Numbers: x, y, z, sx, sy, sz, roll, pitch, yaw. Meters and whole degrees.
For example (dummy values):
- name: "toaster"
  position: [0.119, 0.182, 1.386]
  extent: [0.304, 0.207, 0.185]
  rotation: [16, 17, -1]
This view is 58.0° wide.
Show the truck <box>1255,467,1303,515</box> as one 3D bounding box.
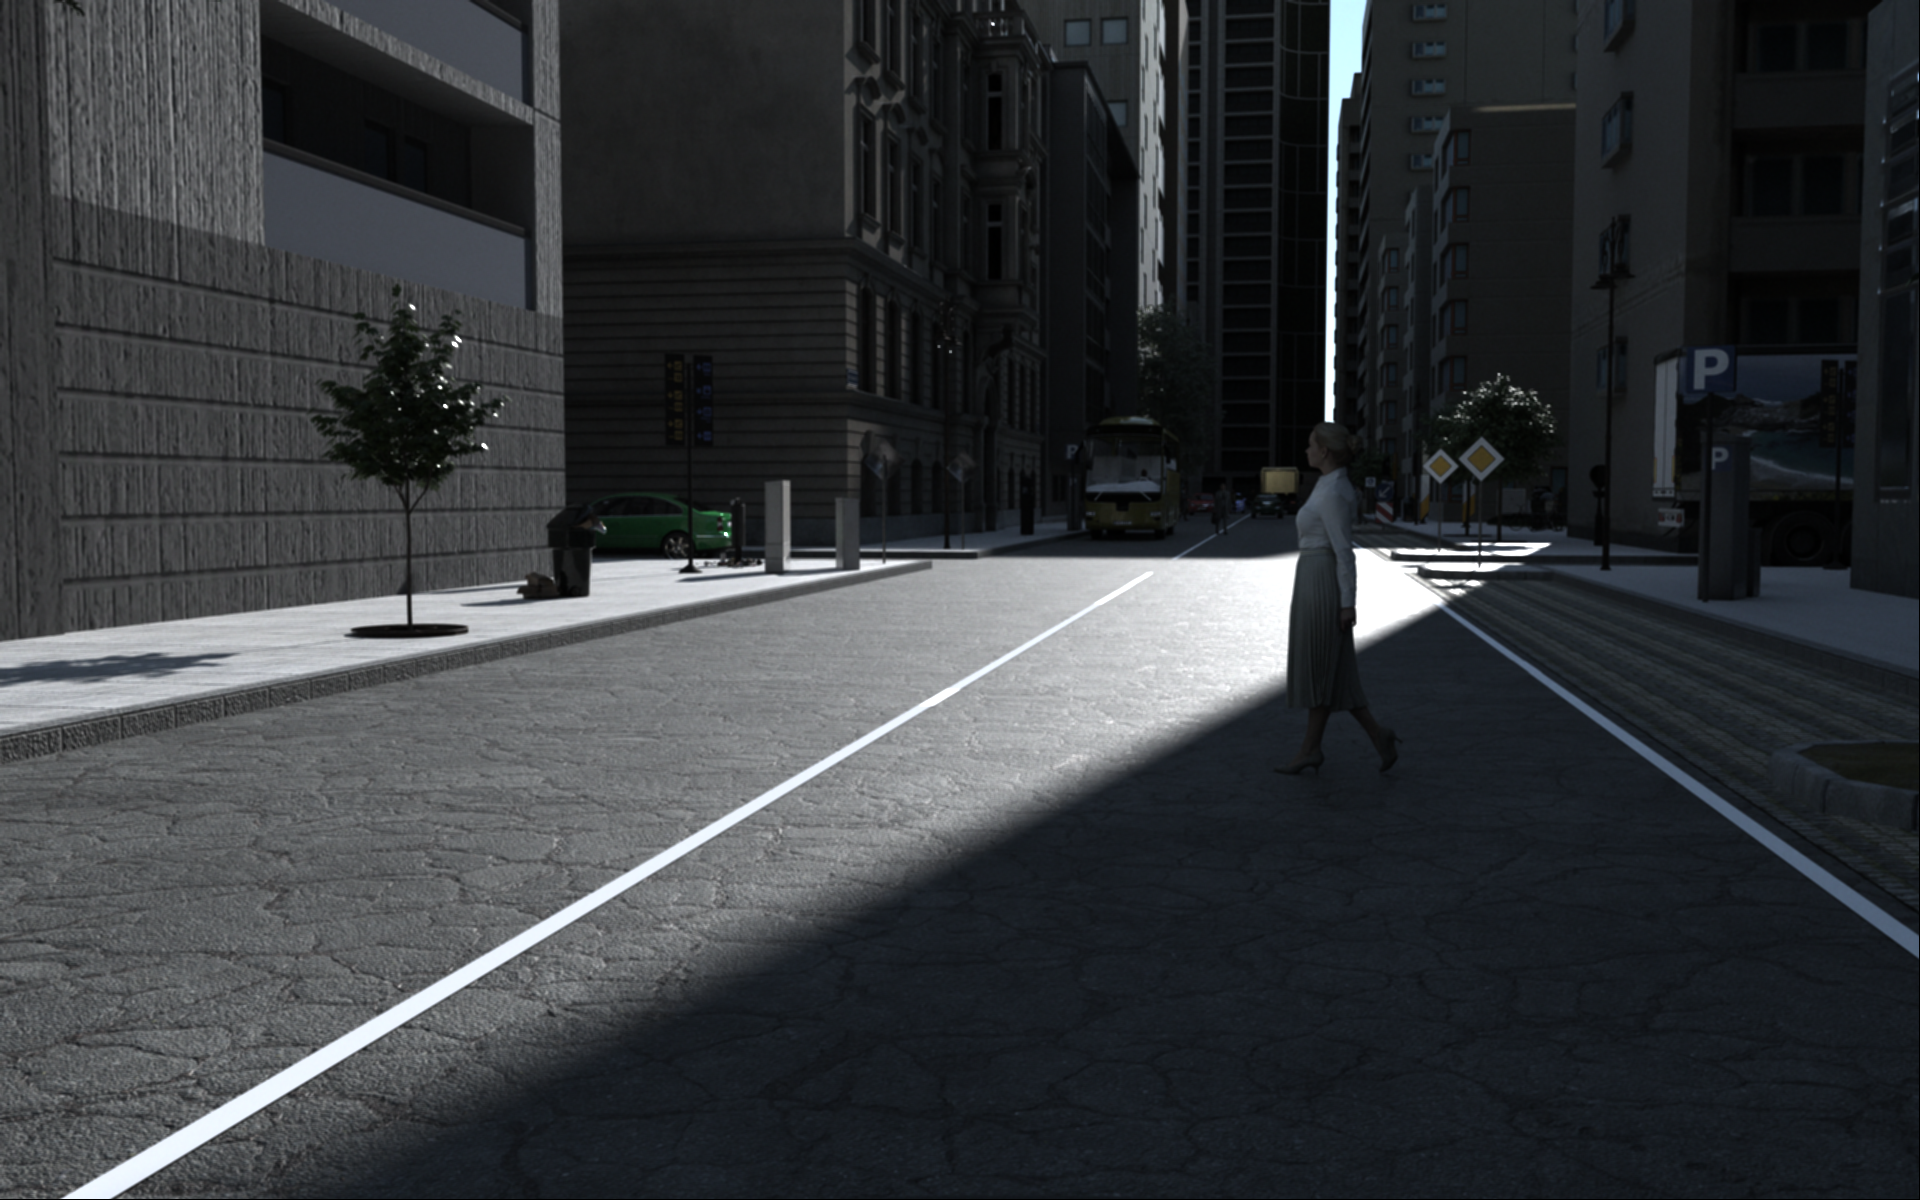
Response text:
- name: "truck"
  position: [22.769, -7.803, 123.508]
  extent: [3.469, 3.379, 9.791]
  rotation: [1, 4, 10]

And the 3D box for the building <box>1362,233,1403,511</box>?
- name: "building"
  position: [44.345, -17.218, 126.560]
  extent: [27.650, 21.520, 28.899]
  rotation: [1, 4, 11]

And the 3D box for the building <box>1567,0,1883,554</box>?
- name: "building"
  position: [27.758, -25.729, 44.370]
  extent: [21.600, 48.544, 21.300]
  rotation: [1, 4, 11]

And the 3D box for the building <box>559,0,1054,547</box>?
- name: "building"
  position: [-4.648, -14.667, 58.886]
  extent: [14.460, 24.649, 34.723]
  rotation: [1, 4, 11]

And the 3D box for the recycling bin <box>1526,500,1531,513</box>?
- name: "recycling bin"
  position: [25.183, -3.848, 75.476]
  extent: [0.722, 1.027, 0.722]
  rotation: [-3, 5, -41]

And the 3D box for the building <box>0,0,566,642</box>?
- name: "building"
  position: [-20.749, -29.450, 23.503]
  extent: [28.212, 58.520, 21.231]
  rotation: [1, 4, 11]

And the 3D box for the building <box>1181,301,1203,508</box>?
- name: "building"
  position: [9.604, -20.313, 177.165]
  extent: [28.899, 21.520, 27.650]
  rotation: [1, 4, 11]

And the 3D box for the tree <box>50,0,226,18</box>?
- name: "tree"
  position: [-6.486, -4.465, 7.423]
  extent: [8.767, 10.594, 7.601]
  rotation: [1, 4, 19]

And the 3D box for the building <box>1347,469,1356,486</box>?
- name: "building"
  position: [49.042, -44.858, 171.682]
  extent: [20.563, 71.187, 20.611]
  rotation: [1, 4, 11]

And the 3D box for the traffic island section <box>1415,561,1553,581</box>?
- name: "traffic island section"
  position: [9.035, -0.476, 30.064]
  extent: [2.009, 0.180, 2.903]
  rotation: [1, 4, 11]

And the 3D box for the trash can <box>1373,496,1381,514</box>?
- name: "trash can"
  position: [25.903, -5.828, 106.937]
  extent: [0.748, 1.137, 0.748]
  rotation: [0, 3, 0]

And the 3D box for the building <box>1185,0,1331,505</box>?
- name: "building"
  position: [32.972, -46.870, 204.581]
  extent: [20.611, 71.187, 20.563]
  rotation: [1, 4, 11]

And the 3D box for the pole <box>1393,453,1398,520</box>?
- name: "pole"
  position: [21.347, -5.575, 85.002]
  extent: [0.158, 3.312, 0.155]
  rotation: [0, 3, 0]

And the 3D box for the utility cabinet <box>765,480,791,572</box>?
- name: "utility cabinet"
  position: [-3.001, -1.207, 28.421]
  extent: [0.318, 1.500, 1.173]
  rotation: [0, 4, 0]

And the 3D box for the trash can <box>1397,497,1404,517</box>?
- name: "trash can"
  position: [24.587, -5.213, 96.882]
  extent: [0.748, 1.137, 0.748]
  rotation: [0, 3, 0]

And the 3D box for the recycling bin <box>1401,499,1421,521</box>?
- name: "recycling bin"
  position: [21.652, -4.315, 83.101]
  extent: [0.722, 1.027, 0.722]
  rotation: [-1, 4, -19]

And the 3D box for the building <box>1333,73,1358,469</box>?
- name: "building"
  position: [54.546, -35.334, 201.405]
  extent: [21.600, 48.544, 21.300]
  rotation: [1, 4, 11]

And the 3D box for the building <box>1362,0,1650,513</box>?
- name: "building"
  position: [46.244, -32.279, 151.464]
  extent: [21.300, 48.544, 21.600]
  rotation: [1, 4, 11]

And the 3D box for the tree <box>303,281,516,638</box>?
- name: "tree"
  position: [-5.145, -1.306, 15.950]
  extent: [1.663, 3.219, 1.824]
  rotation: [0, 3, 0]

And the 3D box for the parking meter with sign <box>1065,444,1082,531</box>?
- name: "parking meter with sign"
  position: [4.036, -3.958, 60.981]
  extent: [0.543, 3.016, 1.738]
  rotation: [1, 4, 9]

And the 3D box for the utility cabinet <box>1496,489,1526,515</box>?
- name: "utility cabinet"
  position: [23.968, -4.078, 75.350]
  extent: [1.173, 1.500, 0.318]
  rotation: [3, 4, 39]

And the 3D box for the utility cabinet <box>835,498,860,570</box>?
- name: "utility cabinet"
  position: [-1.919, -1.132, 29.674]
  extent: [0.306, 1.237, 1.020]
  rotation: [-1, 4, -11]

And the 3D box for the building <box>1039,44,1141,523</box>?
- name: "building"
  position: [1.118, -16.632, 90.996]
  extent: [14.314, 24.678, 30.058]
  rotation: [1, 4, 11]

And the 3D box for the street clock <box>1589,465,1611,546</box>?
- name: "street clock"
  position: [15.837, -2.345, 42.905]
  extent: [0.471, 2.002, 0.358]
  rotation: [1, 4, 11]

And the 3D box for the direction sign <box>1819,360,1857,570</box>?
- name: "direction sign"
  position: [14.922, -2.289, 29.415]
  extent: [0.876, 3.537, 0.379]
  rotation: [-1, 4, -21]

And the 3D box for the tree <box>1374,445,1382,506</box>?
- name: "tree"
  position: [15.387, -4.219, 52.688]
  extent: [4.285, 4.588, 4.351]
  rotation: [0, 3, 0]

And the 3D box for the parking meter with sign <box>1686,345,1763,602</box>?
- name: "parking meter with sign"
  position: [9.358, -1.520, 21.109]
  extent: [0.543, 3.016, 1.738]
  rotation: [3, 4, 38]

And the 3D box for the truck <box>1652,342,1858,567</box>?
- name: "truck"
  position: [19.227, -2.676, 32.673]
  extent: [11.283, 4.237, 2.839]
  rotation: [1, 4, 12]

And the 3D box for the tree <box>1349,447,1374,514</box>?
- name: "tree"
  position: [27.231, -7.934, 113.437]
  extent: [4.285, 4.588, 4.351]
  rotation: [0, 3, 0]

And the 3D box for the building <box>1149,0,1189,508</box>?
- name: "building"
  position: [12.190, -30.512, 148.975]
  extent: [14.600, 45.320, 14.200]
  rotation: [1, 4, 11]

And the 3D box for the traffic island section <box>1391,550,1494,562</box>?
- name: "traffic island section"
  position: [10.507, -0.956, 37.912]
  extent: [2.009, 0.180, 2.903]
  rotation: [1, 4, 11]

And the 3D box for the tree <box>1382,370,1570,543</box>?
- name: "tree"
  position: [14.400, -3.803, 45.896]
  extent: [4.285, 4.588, 4.351]
  rotation: [0, 3, 0]

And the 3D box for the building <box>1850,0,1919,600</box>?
- name: "building"
  position: [20.260, -42.267, 3.731]
  extent: [22.319, 86.520, 31.000]
  rotation: [1, 4, 11]

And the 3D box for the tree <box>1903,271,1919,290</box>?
- name: "tree"
  position: [7.578, -1.636, 10.464]
  extent: [4.285, 4.588, 4.351]
  rotation: [0, 3, 0]

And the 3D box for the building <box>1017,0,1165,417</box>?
- name: "building"
  position: [1.110, -33.053, 129.648]
  extent: [28.713, 52.752, 27.495]
  rotation: [1, 4, 11]

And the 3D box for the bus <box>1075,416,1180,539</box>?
- name: "bus"
  position: [5.904, -4.086, 58.350]
  extent: [2.896, 3.916, 12.252]
  rotation: [1, 4, 9]

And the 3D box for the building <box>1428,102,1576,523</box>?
- name: "building"
  position: [38.079, -14.936, 89.240]
  extent: [27.650, 21.520, 28.899]
  rotation: [1, 4, 11]

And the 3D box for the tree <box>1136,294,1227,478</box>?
- name: "tree"
  position: [11.925, -12.413, 109.615]
  extent: [9.857, 13.997, 8.962]
  rotation: [0, 3, 0]
